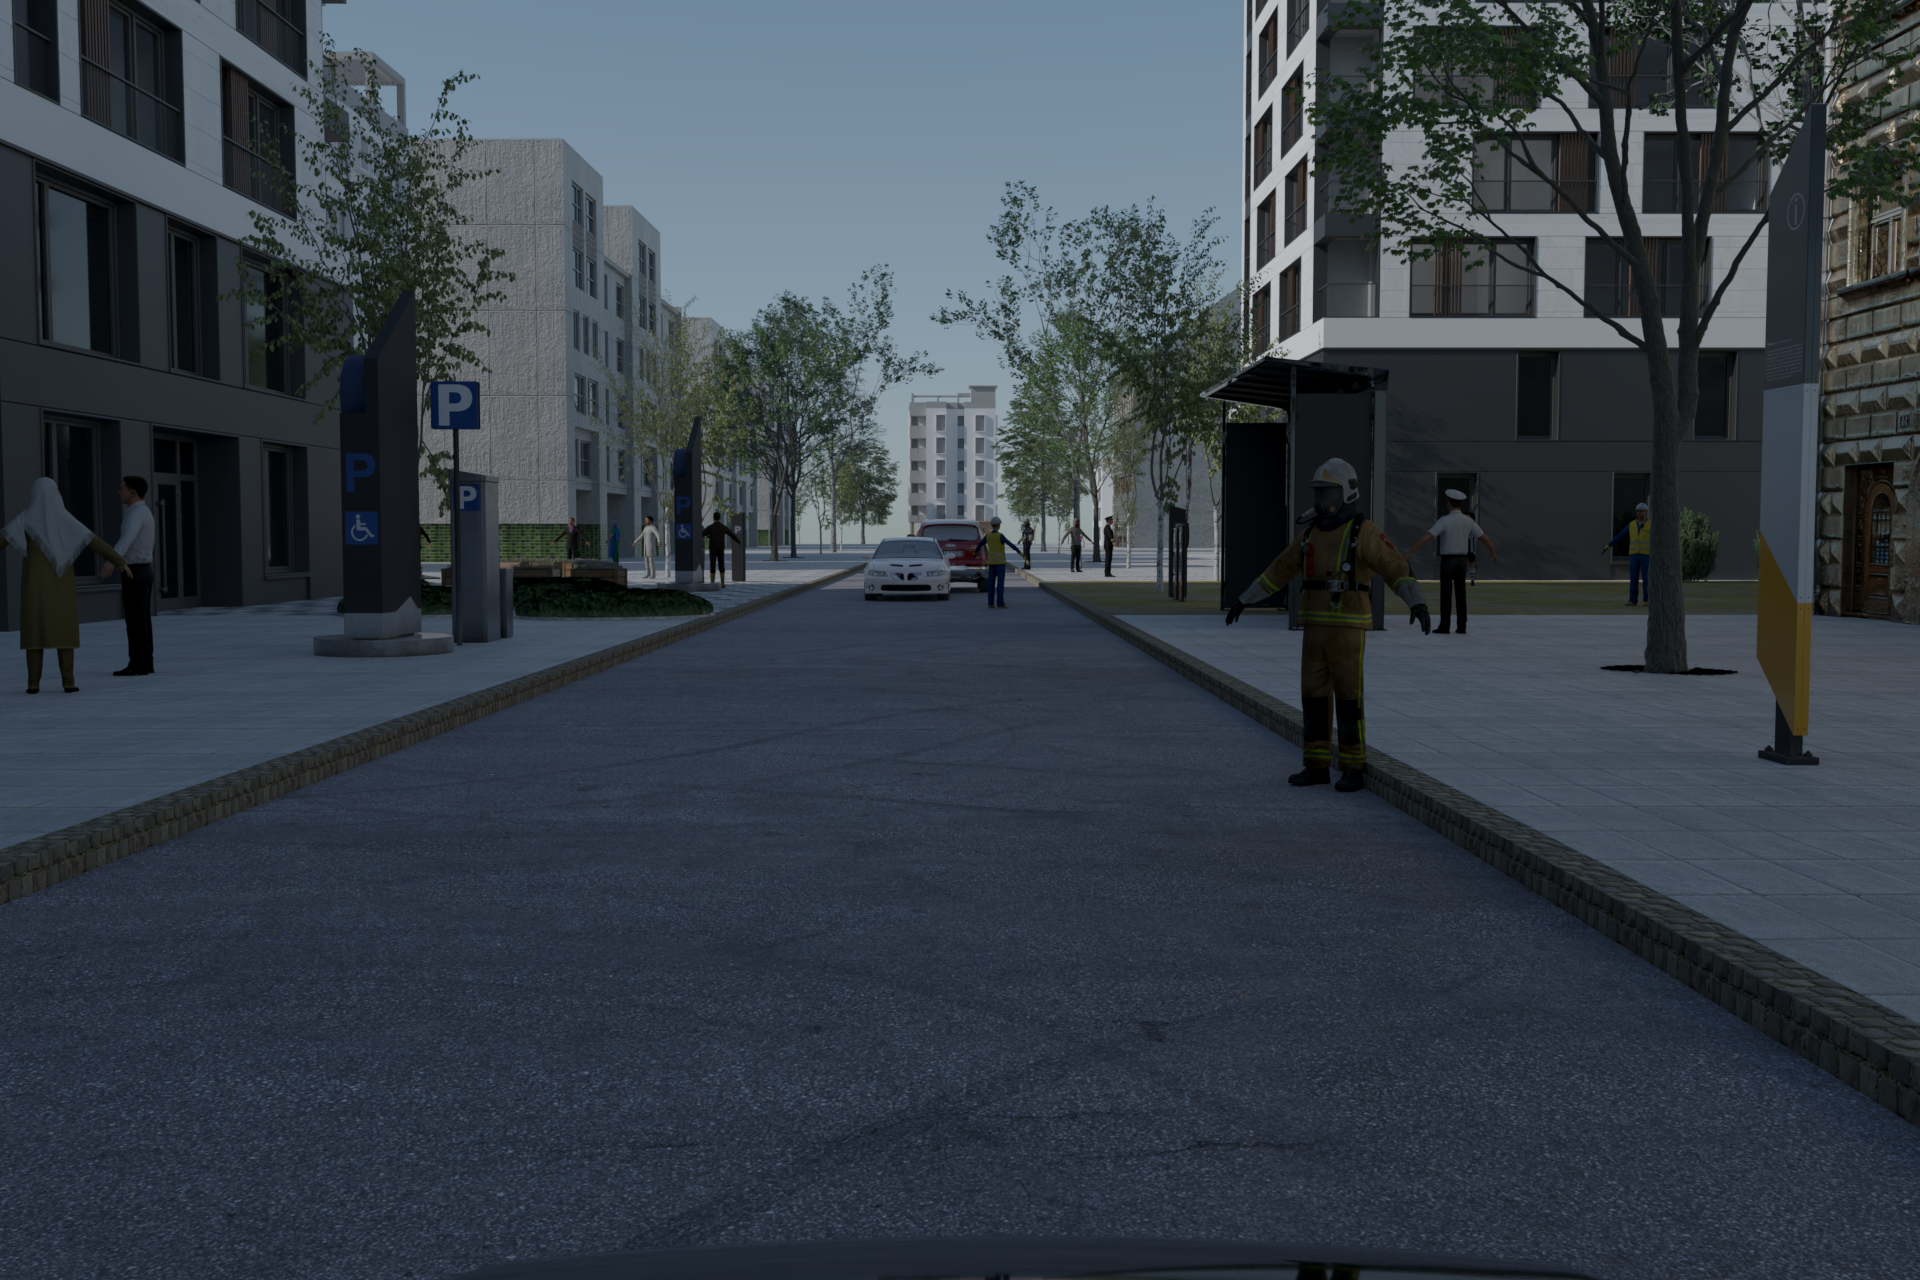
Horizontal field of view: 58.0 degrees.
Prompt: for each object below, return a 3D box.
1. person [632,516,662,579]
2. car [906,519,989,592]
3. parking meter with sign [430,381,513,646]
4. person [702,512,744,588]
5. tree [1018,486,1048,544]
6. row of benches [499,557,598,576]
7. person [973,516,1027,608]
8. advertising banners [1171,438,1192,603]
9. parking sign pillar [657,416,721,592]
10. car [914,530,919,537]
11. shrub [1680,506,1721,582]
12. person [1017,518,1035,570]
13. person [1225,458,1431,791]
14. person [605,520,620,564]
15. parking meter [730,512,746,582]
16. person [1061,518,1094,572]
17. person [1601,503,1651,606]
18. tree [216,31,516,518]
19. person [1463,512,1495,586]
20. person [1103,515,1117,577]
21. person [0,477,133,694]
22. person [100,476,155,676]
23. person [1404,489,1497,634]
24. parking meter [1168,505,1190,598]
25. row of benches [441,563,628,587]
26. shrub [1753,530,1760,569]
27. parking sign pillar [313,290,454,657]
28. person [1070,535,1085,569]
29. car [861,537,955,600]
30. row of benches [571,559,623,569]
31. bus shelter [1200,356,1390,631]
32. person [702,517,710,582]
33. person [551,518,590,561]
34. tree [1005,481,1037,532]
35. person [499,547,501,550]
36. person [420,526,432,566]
[{"bbox_3d":[-8.952,-2.670,49.843,1.347,1.806,0.705,3,5,44],"label":"person"},{"bbox_3d":[-0.243,-2.166,44.091,2.281,1.827,5.304,0,4,0],"label":"car"},{"bbox_3d":[-5.761,-1.492,20.660,0.543,3.016,1.738,0,4,0],"label":"parking meter with sign"},{"bbox_3d":[-5.812,-2.155,41.370,1.346,1.812,0.704,-1,4,-19],"label":"person"},{"bbox_3d":[9.710,-16.429,218.979,4.360,8.622,3.978,0,3,0],"label":"tree"},{"bbox_3d":[-10.699,-1.840,45.544,4.104,0.672,1.422,3,5,41],"label":"row of benches"},{"bbox_3d":[0.746,-1.503,33.497,1.216,1.772,0.721,2,4,34],"label":"person"},{"bbox_3d":[4.200,-2.239,32.792,0.090,3.025,2.074,0,4,-1],"label":"advertising banners"},{"bbox_3d":[-6.131,-3.095,39.071,1.447,3.967,1.447,0,4,1],"label":"parking sign pillar"},{"bbox_3d":[-2.314,-7.109,124.907,2.281,1.827,5.304,0,3,0],"label":"car"},{"bbox_3d":[19.453,-2.563,46.318,1.690,2.028,1.600,0,3,0],"label":"shrub"},{"bbox_3d":[2.375,-3.452,62.222,0.705,1.856,1.354,-1,4,-16],"label":"person"},{"bbox_3d":[2.094,-0.094,9.764,0.705,1.858,1.354,-3,5,-43],"label":"person"},{"bbox_3d":[-13.259,-3.686,66.385,0.704,1.817,1.347,1,4,9],"label":"person"},{"bbox_3d":[-5.985,-2.505,46.672,0.399,1.863,0.255,0,4,0],"label":"parking meter"},{"bbox_3d":[3.897,-3.173,58.010,1.348,1.813,0.705,-2,4,-32],"label":"person"},{"bbox_3d":[12.128,-1.523,30.874,1.349,1.833,0.705,3,5,41],"label":"person"},{"bbox_3d":[-8.483,-4.607,25.683,4.737,8.622,4.395,0,3,0],"label":"tree"},{"bbox_3d":[12.581,-2.249,42.910,1.345,1.843,0.704,2,4,28],"label":"person"},{"bbox_3d":[4.466,-2.797,51.658,0.705,1.837,1.347,0,4,-3],"label":"person"},{"bbox_3d":[-7.371,-0.443,14.023,1.217,1.736,0.721,-1,4,-21],"label":"person"},{"bbox_3d":[-7.537,-0.589,15.788,0.704,1.810,1.344,-1,4,-12],"label":"person"},{"bbox_3d":[6.342,-1.010,22.307,1.343,1.855,0.704,-1,4,-13],"label":"person"},{"bbox_3d":[4.423,-1.791,35.002,0.399,1.863,0.255,0,3,0],"label":"parking meter"},{"bbox_3d":[-9.230,-1.332,37.234,4.104,0.672,1.422,0,4,7],"label":"row of benches"},{"bbox_3d":[21.640,-2.520,45.249,1.661,2.075,1.752,0,3,0],"label":"shrub"},{"bbox_3d":[-6.217,-1.842,18.592,1.447,3.967,1.447,0,3,0],"label":"parking sign pillar"},{"bbox_3d":[4.326,-3.330,63.719,0.599,1.433,0.991,-2,4,-26],"label":"person"},{"bbox_3d":[-1.145,-1.625,38.930,2.083,1.381,4.827,0,3,0],"label":"car"},{"bbox_3d":[-8.749,-1.598,41.582,1.422,0.672,4.104,-1,4,-20],"label":"row of benches"},{"bbox_3d":[4.884,-2.124,26.015,1.731,3.624,6.357,0,3,0],"label":"bus shelter"},{"bbox_3d":[-6.430,-2.231,42.755,0.705,1.796,1.348,2,4,35],"label":"person"},{"bbox_3d":[-12.263,-2.965,54.701,1.346,1.802,0.704,1,4,16],"label":"person"},{"bbox_3d":[8.028,-16.767,224.505,4.737,8.622,4.395,0,3,0],"label":"tree"},{"bbox_3d":[-11.753,-2.213,42.035,1.347,1.847,0.705,2,4,25],"label":"person"},{"bbox_3d":[-16.123,-2.752,51.186,0.705,1.806,1.347,2,4,33],"label":"person"}]
